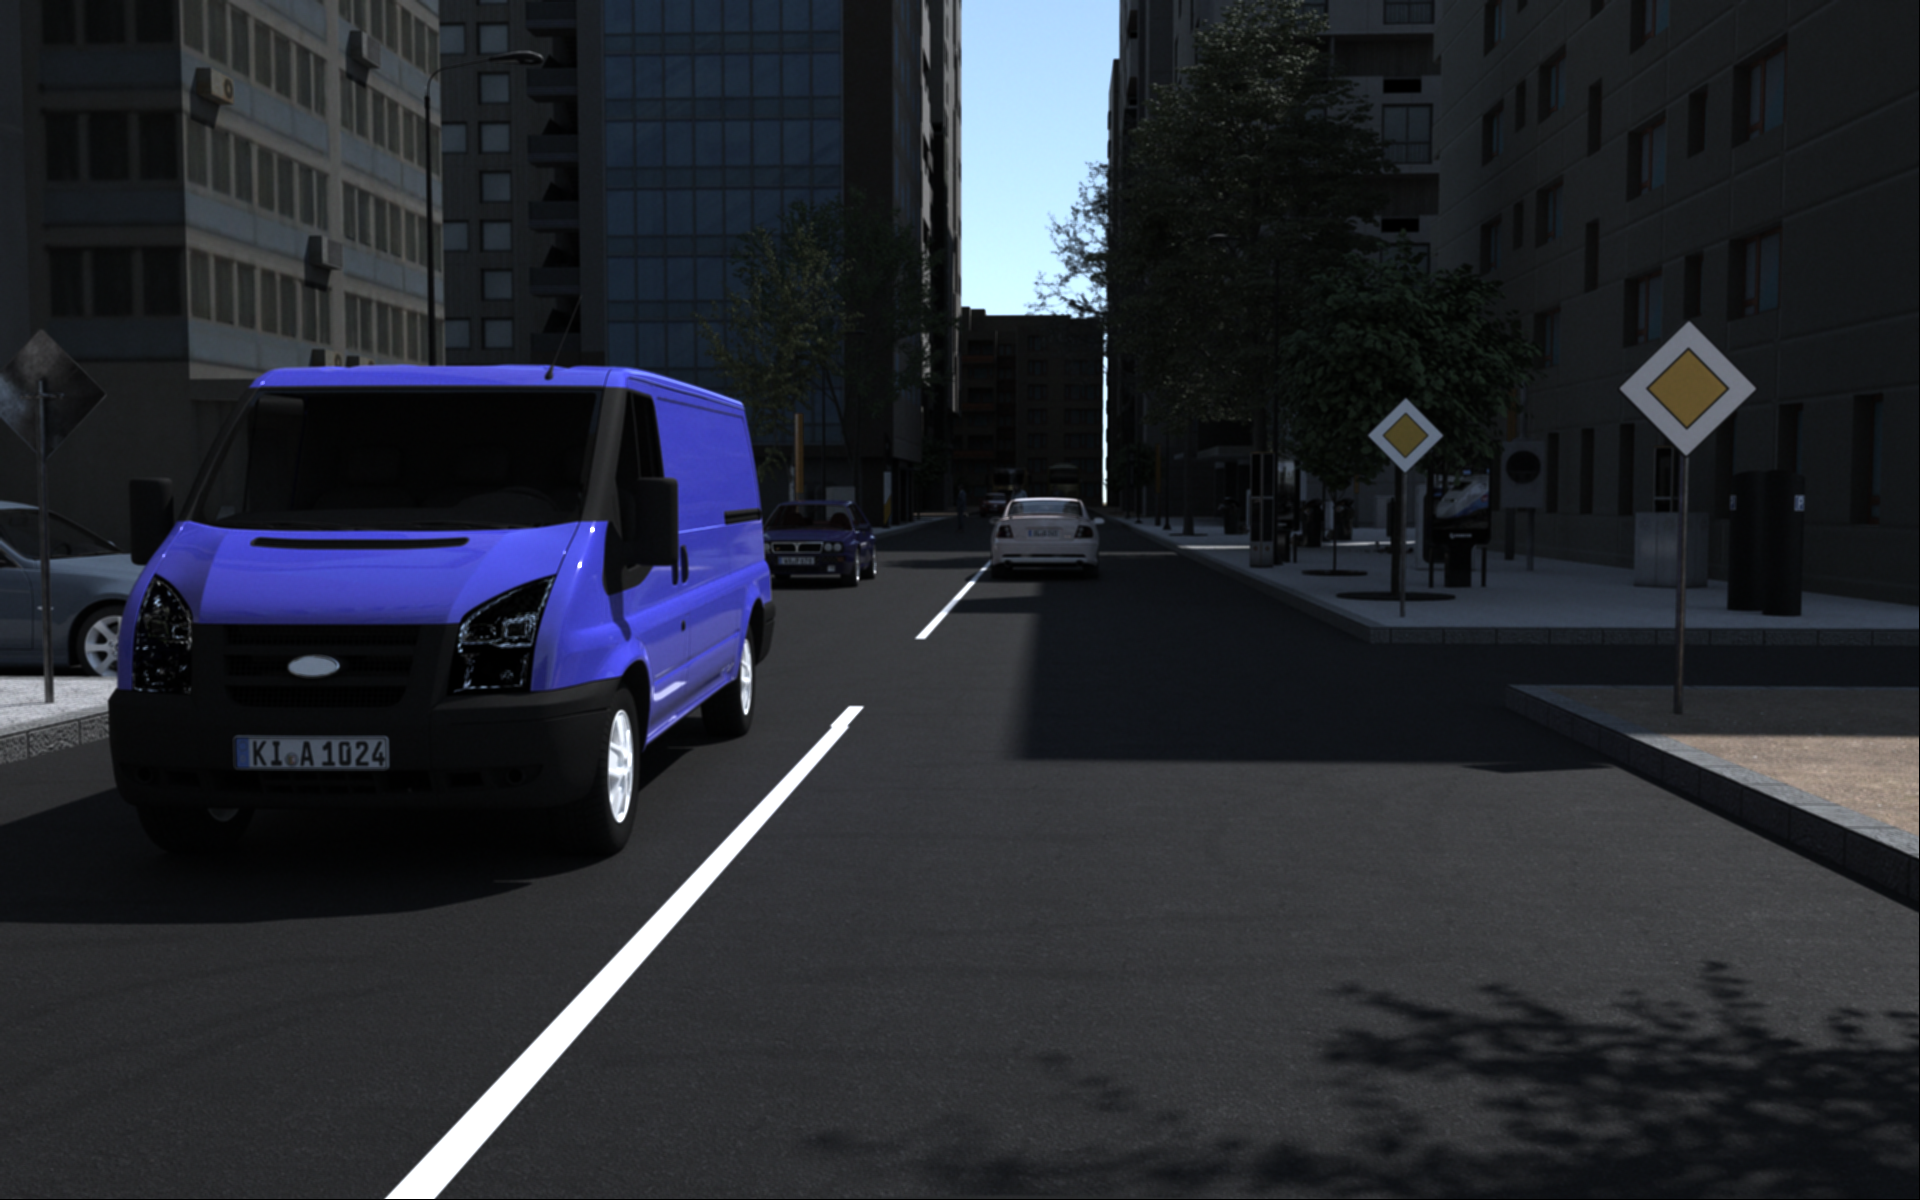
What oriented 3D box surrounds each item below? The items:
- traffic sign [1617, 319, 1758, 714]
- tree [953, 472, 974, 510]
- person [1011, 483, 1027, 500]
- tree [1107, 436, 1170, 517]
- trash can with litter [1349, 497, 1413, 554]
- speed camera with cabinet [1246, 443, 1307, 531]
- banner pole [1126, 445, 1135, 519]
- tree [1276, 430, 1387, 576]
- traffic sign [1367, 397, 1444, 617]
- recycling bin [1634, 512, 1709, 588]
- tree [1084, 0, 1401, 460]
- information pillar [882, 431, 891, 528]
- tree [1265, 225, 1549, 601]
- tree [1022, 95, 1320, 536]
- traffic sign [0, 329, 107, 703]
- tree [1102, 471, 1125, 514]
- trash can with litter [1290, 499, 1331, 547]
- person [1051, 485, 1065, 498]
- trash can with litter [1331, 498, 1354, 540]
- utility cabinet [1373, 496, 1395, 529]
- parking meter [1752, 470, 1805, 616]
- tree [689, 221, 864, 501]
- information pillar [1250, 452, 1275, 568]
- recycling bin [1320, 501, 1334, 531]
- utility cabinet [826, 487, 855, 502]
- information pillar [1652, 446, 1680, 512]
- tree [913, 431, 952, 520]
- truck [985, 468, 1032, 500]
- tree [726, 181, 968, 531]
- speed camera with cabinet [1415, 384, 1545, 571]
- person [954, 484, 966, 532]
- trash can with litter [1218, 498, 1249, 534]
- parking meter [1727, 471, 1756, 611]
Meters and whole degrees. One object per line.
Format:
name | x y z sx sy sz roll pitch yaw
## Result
traffic sign | 4.185 -0.391 10.039 0.795 2.450 0.064 0 4 3
tree | 0.013 -8.796 138.408 1.663 3.219 1.824 0 3 0
person | 2.056 -3.042 58.506 0.793 1.790 0.793 0 4 -5
tree | 9.785 -6.868 95.999 4.285 4.588 4.351 0 3 0
trash can with litter | 9.354 -1.642 37.903 1.678 1.210 2.233 1 4 14
speed camera with cabinet | 10.953 -4.016 59.995 2.038 3.252 0.660 3 4 37
banner pole | 8.671 -6.013 88.335 0.401 3.779 0.863 3 5 42
tree | 6.092 -2.010 27.471 1.663 3.219 1.824 0 3 0
traffic sign | 4.615 -0.879 18.012 0.795 2.450 0.064 0 4 3
recycling bin | 9.841 -0.698 23.961 0.722 1.027 0.722 -3 4 -37
tree | 6.598 -7.449 39.914 7.486 12.596 7.792 0 3 0
information pillar | -2.715 -4.484 64.669 0.183 3.616 0.504 1 4 22
tree | 5.399 -2.296 21.261 4.285 4.588 4.351 0 3 0
tree | 7.009 -8.737 53.212 12.009 13.543 11.850 0 3 0
traffic sign | -5.594 -0.425 10.584 0.795 2.450 0.064 0 4 3
tree | 10.204 -7.340 114.617 1.663 3.219 1.824 0 3 0
trash can with litter | 8.347 -1.871 41.970 0.624 1.170 1.055 -2 4 -26
person | 4.407 -4.249 77.773 0.655 1.846 0.447 1 4 16
trash can with litter | 10.498 -2.246 48.108 0.624 1.170 1.055 -1 4 -17
utility cabinet | 15.877 -3.245 64.221 1.020 1.237 0.306 0 4 -8
parking meter | 8.706 -0.605 18.306 0.372 1.533 0.369 0 3 0
tree | -4.742 -5.864 46.233 4.737 8.622 4.395 0 3 0
information pillar | 5.271 -1.573 30.218 0.304 2.012 0.304 -2 4 -32
recycling bin | 12.866 -2.974 61.175 0.722 1.027 0.722 2 4 31
utility cabinet | -3.605 -2.653 52.057 0.318 1.500 1.173 2 4 29
information pillar | 10.767 -1.342 26.432 0.304 2.012 0.304 3 5 39
tree | -2.793 -6.651 92.461 4.285 4.588 4.351 0 3 0
truck | 3.888 -8.380 132.937 3.469 3.379 9.791 0 4 4
tree | -3.726 -8.160 59.175 9.928 11.665 9.643 0 3 0
speed camera with cabinet | 8.693 -2.119 28.974 2.038 3.252 0.660 1 4 17
person | 0.039 -3.468 65.385 0.419 1.800 0.721 -1 4 -9
trash can with litter | 8.712 -2.668 55.002 0.624 1.170 1.055 3 5 41
parking meter | 8.688 -0.654 19.107 0.372 1.533 0.369 0 3 0
